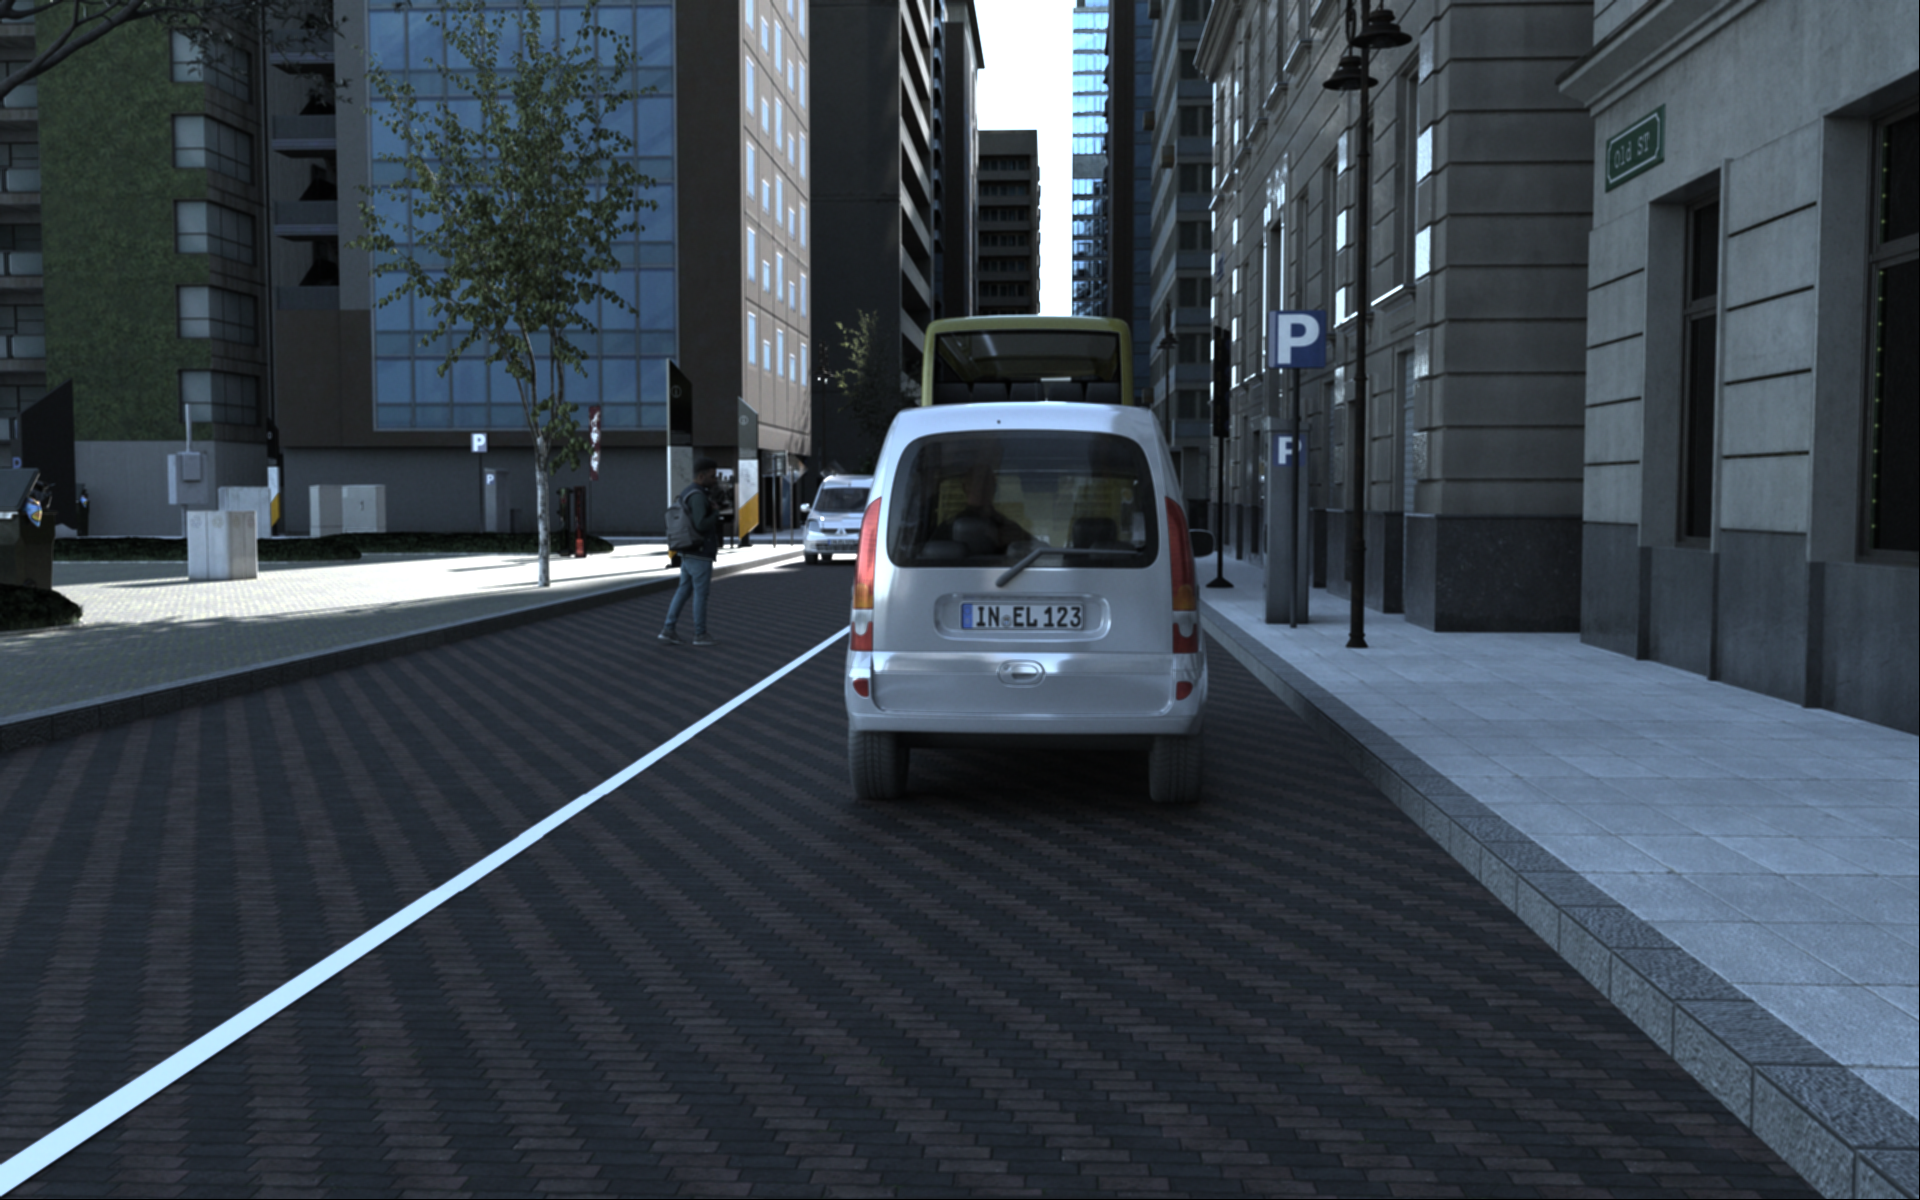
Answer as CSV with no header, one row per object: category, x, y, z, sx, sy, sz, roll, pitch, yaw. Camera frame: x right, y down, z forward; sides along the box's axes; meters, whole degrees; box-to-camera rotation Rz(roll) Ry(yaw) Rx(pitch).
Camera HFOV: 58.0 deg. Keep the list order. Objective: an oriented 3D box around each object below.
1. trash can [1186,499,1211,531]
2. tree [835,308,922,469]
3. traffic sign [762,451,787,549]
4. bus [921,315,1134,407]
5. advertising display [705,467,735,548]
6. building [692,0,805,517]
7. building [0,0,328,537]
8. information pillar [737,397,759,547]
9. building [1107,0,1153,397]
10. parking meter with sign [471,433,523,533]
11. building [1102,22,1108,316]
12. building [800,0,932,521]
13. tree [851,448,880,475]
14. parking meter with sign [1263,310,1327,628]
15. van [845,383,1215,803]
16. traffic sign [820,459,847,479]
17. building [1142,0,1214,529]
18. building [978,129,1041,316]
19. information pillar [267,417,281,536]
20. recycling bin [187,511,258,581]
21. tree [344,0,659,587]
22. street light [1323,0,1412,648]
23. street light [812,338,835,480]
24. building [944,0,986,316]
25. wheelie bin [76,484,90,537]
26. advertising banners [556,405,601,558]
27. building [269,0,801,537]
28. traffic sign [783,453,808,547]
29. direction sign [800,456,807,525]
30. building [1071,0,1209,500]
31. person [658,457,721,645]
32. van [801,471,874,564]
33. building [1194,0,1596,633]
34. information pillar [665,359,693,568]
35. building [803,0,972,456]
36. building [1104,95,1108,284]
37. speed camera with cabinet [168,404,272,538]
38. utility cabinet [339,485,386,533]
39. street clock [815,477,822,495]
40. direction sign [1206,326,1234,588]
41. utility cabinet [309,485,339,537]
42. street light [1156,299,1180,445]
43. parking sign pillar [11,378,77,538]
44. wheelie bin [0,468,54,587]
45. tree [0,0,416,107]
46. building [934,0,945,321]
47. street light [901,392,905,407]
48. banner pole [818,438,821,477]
trash can,6.904,-2.346,50.017,0.748,1.137,0.748,0,3,0
tree,-3.114,-7.229,68.551,4.360,8.622,3.978,0,3,0
traffic sign,-4.365,-2.360,40.720,0.606,2.300,0.079,1,4,9
bus,1.144,-2.140,26.533,2.896,3.916,12.252,0,4,3
advertising display,-5.792,-2.189,41.007,0.974,1.923,0.123,-2,4,-35
building,-9.130,-28.546,116.844,14.600,45.320,14.200,0,4,3
building,-28.873,-22.922,58.373,14.086,41.232,14.154,0,4,3
information pillar,-5.119,-3.085,41.802,0.504,3.616,0.183,1,4,10
building,18.325,-29.455,131.703,14.600,45.320,14.200,0,4,3
parking meter with sign,-13.425,-3.309,50.370,0.543,3.016,1.738,1,4,21
building,23.796,-30.492,153.163,22.147,44.769,28.867,0,4,3
building,-12.854,-28.585,91.060,21.300,48.544,21.600,0,4,3
tree,-3.860,-4.798,73.042,1.663,3.219,1.824,0,3,0
parking meter with sign,3.294,-1.289,17.341,0.543,3.016,1.738,0,4,7
van,0.417,-0.149,9.454,2.013,2.044,4.112,0,4,4
traffic sign,-3.650,-2.843,50.129,0.795,2.450,0.064,0,4,3
building,19.575,-22.936,66.886,23.993,40.220,32.217,0,4,3
building,-0.575,-36.483,220.193,21.600,48.544,21.300,0,4,3
information pillar,-20.832,-3.744,52.562,0.504,3.616,0.183,2,4,33
recycling bin,-11.067,-0.822,25.993,0.722,1.027,0.722,1,4,11
tree,-5.906,-4.477,23.562,4.737,8.622,4.395,0,3,0
street light,3.323,-2.540,14.324,0.468,5.910,1.993,0,4,3
street light,-4.048,-4.818,51.554,0.468,5.910,1.993,0,4,3
building,-11.596,-36.469,185.511,27.495,52.752,28.713,0,4,3
wheelie bin,-26.539,-2.689,51.874,0.980,1.594,0.693,0,4,2
advertising banners,-7.684,-2.370,34.941,0.090,3.025,2.074,-3,4,-36
building,-12.879,-24.893,57.111,14.600,45.320,14.200,0,4,3
traffic sign,-4.094,-2.356,42.156,0.795,2.450,0.064,0,4,3
direction sign,-6.509,-4.884,71.850,0.379,3.537,0.876,1,4,16
building,25.687,-55.349,217.628,31.000,86.520,22.319,0,4,3
person,-2.501,-0.465,16.448,0.721,1.781,0.623,-3,4,-38
van,-2.287,-1.810,36.597,2.013,2.044,4.112,0,4,2
building,10.706,-14.051,27.002,12.463,27.353,25.104,0,4,3
information pillar,-4.890,-2.375,30.183,0.504,3.616,0.183,-3,5,-44
building,-6.145,-31.370,163.003,14.600,45.320,14.200,0,4,3
building,26.560,-34.430,182.532,23.786,49.044,30.456,0,4,3
speed camera with cabinet,-16.526,-2.711,38.667,2.038,3.252,0.660,-3,5,-41
utility cabinet,-14.386,-2.025,41.787,1.173,1.500,0.318,2,4,30
street clock,-6.086,-4.309,75.021,0.358,2.002,0.471,0,4,-5
direction sign,3.583,-1.943,23.773,0.379,3.537,0.876,1,4,21
utility cabinet,-15.630,-2.096,42.954,0.318,1.500,1.173,1,4,17
street light,4.931,-4.186,41.234,0.468,5.910,1.993,0,4,3
parking sign pillar,-21.102,-3.144,39.876,1.447,3.967,1.447,2,4,28
wheelie bin,-11.559,-0.815,21.232,0.980,1.594,0.693,1,4,14
tree,-7.288,-6.135,10.670,12.009,13.543,11.850,0,3,0
building,-11.202,-50.566,139.433,22.319,86.520,31.000,0,4,3
street light,-2.569,-6.464,78.471,0.468,5.910,1.993,0,4,3
banner pole,-6.301,-5.365,77.730,0.401,3.779,0.863,-1,4,-10
